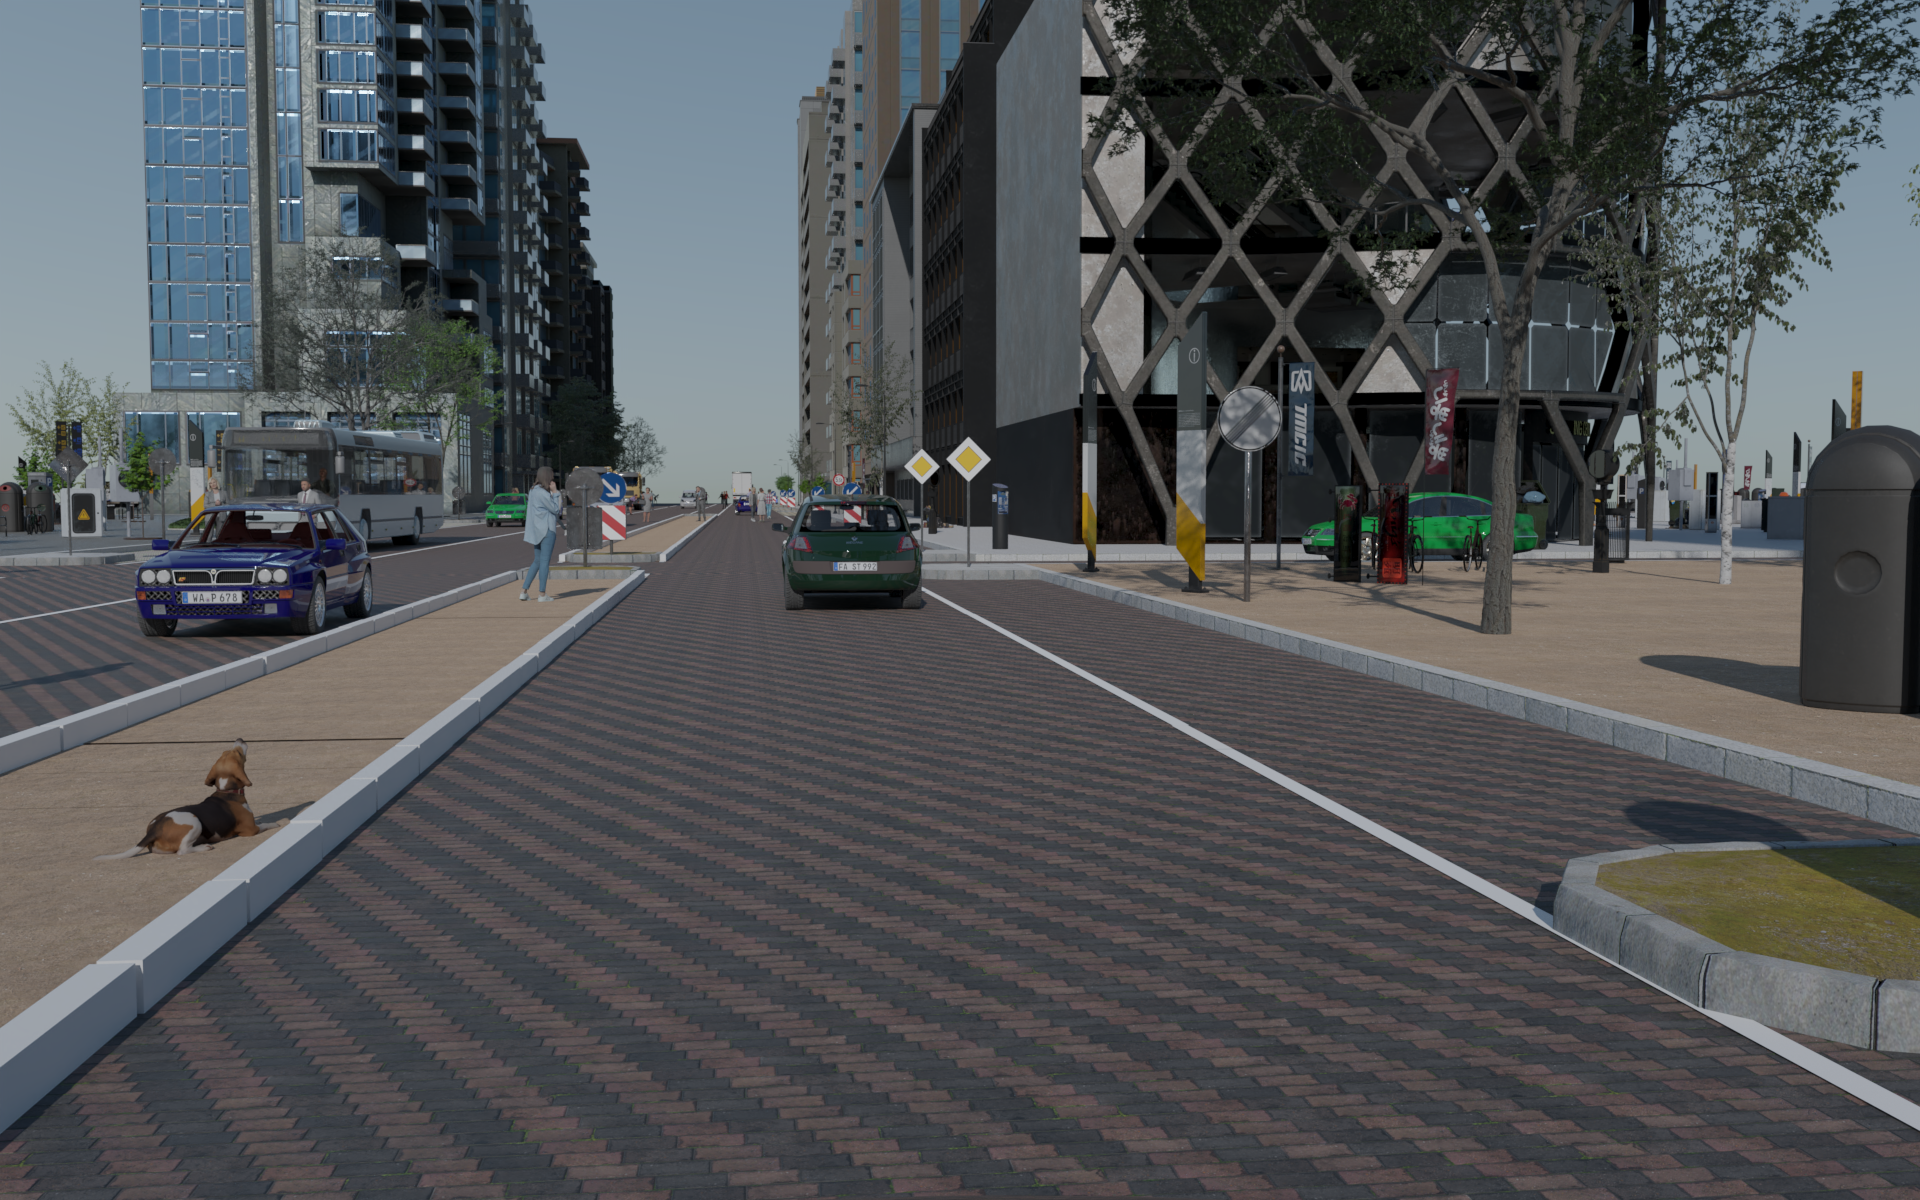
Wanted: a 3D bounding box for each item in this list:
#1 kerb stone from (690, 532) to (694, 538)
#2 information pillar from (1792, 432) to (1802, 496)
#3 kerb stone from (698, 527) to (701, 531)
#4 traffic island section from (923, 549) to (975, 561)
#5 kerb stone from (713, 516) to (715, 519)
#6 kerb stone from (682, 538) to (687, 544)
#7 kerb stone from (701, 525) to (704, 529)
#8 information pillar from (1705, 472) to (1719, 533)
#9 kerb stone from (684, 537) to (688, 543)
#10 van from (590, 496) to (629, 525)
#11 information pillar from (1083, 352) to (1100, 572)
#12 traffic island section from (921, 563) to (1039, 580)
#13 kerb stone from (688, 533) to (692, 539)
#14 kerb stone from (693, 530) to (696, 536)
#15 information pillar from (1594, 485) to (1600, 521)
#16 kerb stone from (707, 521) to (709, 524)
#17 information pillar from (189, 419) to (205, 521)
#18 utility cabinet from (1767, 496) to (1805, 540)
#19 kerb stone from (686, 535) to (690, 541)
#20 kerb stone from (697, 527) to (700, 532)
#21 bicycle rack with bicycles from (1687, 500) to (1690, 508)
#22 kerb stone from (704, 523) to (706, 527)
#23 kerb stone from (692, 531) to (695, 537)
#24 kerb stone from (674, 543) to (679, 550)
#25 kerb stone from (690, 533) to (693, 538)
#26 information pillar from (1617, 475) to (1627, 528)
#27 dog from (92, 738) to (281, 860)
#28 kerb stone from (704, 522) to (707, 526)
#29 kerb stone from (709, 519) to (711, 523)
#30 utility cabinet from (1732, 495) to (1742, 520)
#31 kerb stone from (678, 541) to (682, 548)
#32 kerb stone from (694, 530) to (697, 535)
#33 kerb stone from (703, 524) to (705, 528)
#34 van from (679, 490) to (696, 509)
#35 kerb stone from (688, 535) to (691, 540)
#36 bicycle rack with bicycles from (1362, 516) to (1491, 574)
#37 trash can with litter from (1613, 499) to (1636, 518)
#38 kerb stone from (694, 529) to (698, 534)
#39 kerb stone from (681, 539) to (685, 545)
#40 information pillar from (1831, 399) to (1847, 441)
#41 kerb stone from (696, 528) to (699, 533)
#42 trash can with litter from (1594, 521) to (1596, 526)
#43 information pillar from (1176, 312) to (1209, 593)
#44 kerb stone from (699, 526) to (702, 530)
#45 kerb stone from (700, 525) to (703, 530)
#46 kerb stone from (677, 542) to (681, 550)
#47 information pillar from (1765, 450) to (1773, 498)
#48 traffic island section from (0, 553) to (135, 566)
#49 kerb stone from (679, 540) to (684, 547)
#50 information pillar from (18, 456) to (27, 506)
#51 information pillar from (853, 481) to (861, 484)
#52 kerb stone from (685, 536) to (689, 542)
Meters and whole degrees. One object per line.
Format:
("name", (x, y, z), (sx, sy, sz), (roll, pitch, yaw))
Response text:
("kerb stone", (-8.547, -1.980, 54.625), (0.120, 0.150, 1.000), (0, 4, -7))
("information pillar", (31.342, -4.499, 64.911), (0.183, 3.616, 0.504), (0, 3, 0))
("kerb stone", (-9.559, -2.481, 62.765), (0.120, 0.150, 1.000), (0, 4, -7))
("traffic island section", (-0.820, -0.982, 38.337), (2.009, 0.180, 2.903), (0, 4, -7))
("kerb stone", (-13.250, -4.285, 92.265), (0.120, 0.150, 1.000), (0, 4, -7))
("kerb stone", (-7.646, -1.548, 47.502), (0.120, 0.150, 1.000), (0, 4, -7))
("kerb stone", (-10.065, -2.730, 66.827), (0.120, 0.150, 1.000), (0, 4, -7))
("information pillar", (24.912, -3.237, 57.417), (0.304, 2.012, 0.304), (0, 4, 5))
("kerb stone", (-7.781, -1.607, 48.515), (0.120, 0.150, 1.000), (0, 4, -7))
("van", (-15.869, -4.333, 77.853), (2.013, 2.044, 4.112), (-1, 4, -9))
("information pillar", (2.131, -2.264, 28.377), (0.183, 3.616, 0.504), (1, 4, 23))
("traffic island section", (0.169, -0.497, 30.413), (2.009, 0.180, 2.903), (0, 4, -7))
("kerb stone", (-8.293, -1.859, 52.584), (0.120, 0.150, 1.000), (0, 4, -7))
("kerb stone", (-8.792, -2.108, 56.655), (0.120, 0.150, 1.000), (0, 4, -7))
("information pillar", (28.811, -5.332, 78.540), (0.504, 3.616, 0.183), (0, 4, -4))
("kerb stone", (-11.208, -3.288, 75.986), (0.120, 0.150, 1.000), (0, 4, -7))
("information pillar", (-23.961, -3.856, 54.406), (0.504, 3.616, 0.183), (1, 4, 14))
("utility cabinet", (23.449, -2.318, 49.064), (0.306, 1.237, 1.020), (-3, 5, -42))
("kerb stone", (-8.038, -1.735, 50.556), (0.120, 0.150, 1.000), (0, 4, -7))
("kerb stone", (-9.440, -2.419, 61.746), (0.120, 0.150, 1.000), (0, 4, -7))
("bicycle rack with bicycles", (48.937, -6.296, 116.320), (2.852, 0.926, 2.925), (-1, 4, -17))
("kerb stone", (-10.578, -2.979, 70.899), (0.120, 0.150, 1.000), (0, 4, -7))
("kerb stone", (-8.665, -2.046, 55.641), (0.120, 0.150, 1.000), (0, 4, -7))
("kerb stone", (-7.029, -1.233, 42.427), (0.120, 0.150, 1.000), (0, 4, -7))
("kerb stone", (-8.414, -1.921, 53.611), (0.120, 0.150, 1.000), (0, 4, -7))
("information pillar", (25.104, -3.745, 65.719), (0.304, 2.012, 0.304), (1, 4, 15))
("dog", (-3.160, 0.802, 7.077), (0.748, 0.427, 0.550), (-2, 4, -27))
("kerb stone", (-10.700, -3.041, 71.919), (0.120, 0.150, 1.000), (0, 4, -7))
("kerb stone", (-11.849, -3.602, 81.094), (0.120, 0.150, 1.000), (0, 4, -7))
("utility cabinet", (36.505, -4.336, 82.049), (0.306, 1.237, 1.020), (-2, 4, -23))
("kerb stone", (-7.269, -1.361, 44.459), (0.120, 0.150, 1.000), (0, 4, -7))
("kerb stone", (-8.919, -2.170, 57.672), (0.120, 0.150, 1.000), (0, 4, -7))
("kerb stone", (-10.326, -2.852, 68.866), (0.120, 0.150, 1.000), (0, 4, -7))
("van", (-26.620, -9.995, 170.431), (2.013, 2.044, 4.112), (0, 4, -6))
("kerb stone", (-8.162, -1.788, 51.571), (0.120, 0.150, 1.000), (0, 4, -7))
("bicycle rack with bicycles", (7.891, -0.953, 28.971), (2.852, 0.926, 2.925), (1, 4, 18))
("trash can with litter", (36.245, -5.086, 94.221), (1.678, 1.210, 2.233), (-3, 4, -36))
("kerb stone", (-9.049, -2.229, 58.695), (0.120, 0.150, 1.000), (0, 4, -7))
("kerb stone", (-7.526, -1.484, 46.487), (0.120, 0.150, 1.000), (0, 4, -7))
("information pillar", (21.684, -3.148, 42.817), (0.504, 3.616, 0.183), (-2, 4, -30))
("kerb stone", (-9.173, -2.294, 59.709), (0.120, 0.150, 1.000), (0, 4, -7))
("trash can with litter", (24.905, -3.620, 70.237), (2.233, 1.210, 1.678), (3, 4, 37))
("information pillar", (3.019, -1.906, 22.525), (0.183, 3.616, 0.504), (-2, 4, -35))
("kerb stone", (-9.683, -2.543, 63.781), (0.120, 0.150, 1.000), (0, 4, -7))
("kerb stone", (-9.941, -2.666, 65.813), (0.120, 0.150, 1.000), (0, 4, -7))
("kerb stone", (-7.145, -1.300, 43.445), (0.120, 0.150, 1.000), (0, 4, -7))
("information pillar", (42.793, -6.138, 91.712), (0.504, 3.616, 0.183), (-2, 4, -30))
("traffic island section", (-18.575, -0.847, 36.133), (2.009, 0.180, 2.903), (0, 4, -7))
("kerb stone", (-7.394, -1.418, 45.474), (0.120, 0.150, 1.000), (0, 4, -7))
("information pillar", (-57.465, -7.025, 106.212), (0.504, 3.616, 0.183), (-3, 5, -43))
("information pillar", (-5.936, -5.828, 99.786), (0.304, 2.012, 0.304), (2, 4, 30))
("kerb stone", (-7.908, -1.672, 49.538), (0.120, 0.150, 1.000), (0, 4, -7))
